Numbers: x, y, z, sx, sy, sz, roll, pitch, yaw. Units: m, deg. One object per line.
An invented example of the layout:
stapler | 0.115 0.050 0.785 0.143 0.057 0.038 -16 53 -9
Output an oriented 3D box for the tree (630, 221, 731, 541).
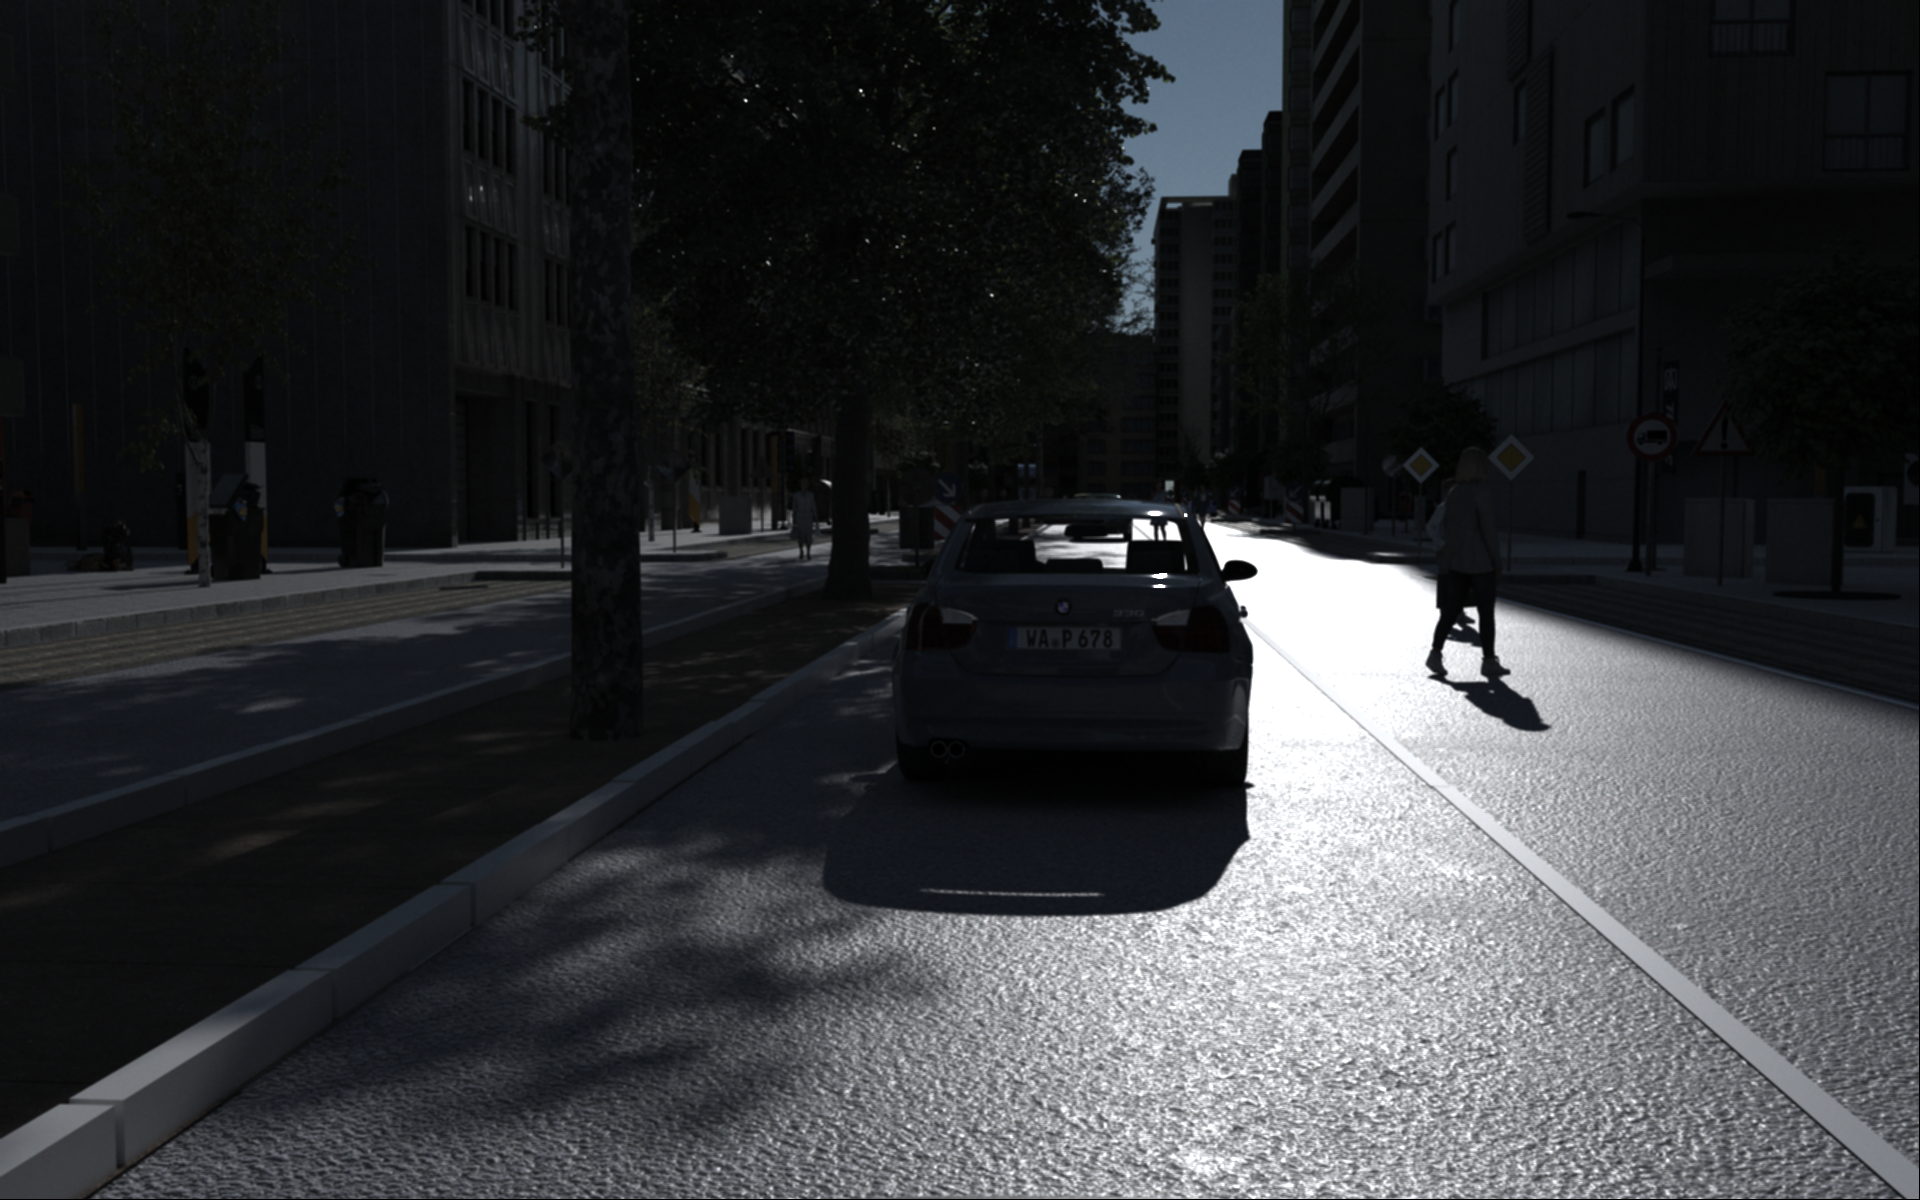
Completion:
tree | -8.298 -5.887 46.620 4.360 8.622 3.978 0 3 0

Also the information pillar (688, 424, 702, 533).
information pillar | -8.857 -4.061 57.759 0.183 3.616 0.504 2 4 30

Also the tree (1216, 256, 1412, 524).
tree | 15.072 -9.099 74.521 9.928 11.665 9.643 0 3 0

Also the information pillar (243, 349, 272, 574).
information pillar | -11.260 -2.223 27.701 0.183 3.616 0.504 0 4 6

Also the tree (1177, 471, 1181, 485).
tree | 21.209 -10.446 154.509 4.285 4.588 4.351 0 3 0

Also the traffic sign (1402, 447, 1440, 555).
traffic sign | 9.736 -2.019 36.648 0.795 2.450 0.064 0 4 5

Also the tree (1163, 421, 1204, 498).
tree | 22.857 -13.782 175.705 4.360 8.622 3.978 0 3 0

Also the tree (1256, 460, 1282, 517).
tree | 17.239 -6.307 97.727 1.663 3.219 1.824 0 3 0

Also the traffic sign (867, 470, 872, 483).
traffic sign | -4.821 -5.343 87.469 0.768 2.556 0.104 1 4 8

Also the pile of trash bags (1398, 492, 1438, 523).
pile of trash bags | 20.862 -4.086 76.562 1.912 1.369 3.447 -3 5 -40

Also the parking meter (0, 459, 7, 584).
parking meter | -13.866 -1.166 24.783 0.399 1.863 0.255 3 5 42

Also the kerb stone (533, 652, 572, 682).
kerb stone | -3.161 0.530 13.529 0.120 0.150 1.000 0 4 5

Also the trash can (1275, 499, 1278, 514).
trash can | 19.153 -5.782 106.184 0.748 1.137 0.748 0 3 0

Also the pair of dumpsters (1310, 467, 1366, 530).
pair of dumpsters | 14.030 -3.776 64.227 1.574 2.255 4.437 0 4 5

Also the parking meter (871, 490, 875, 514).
parking meter | -5.452 -6.198 109.743 0.372 1.533 0.369 0 3 0

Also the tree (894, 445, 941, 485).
tree | -2.825 -7.889 112.703 4.285 4.588 4.351 0 3 0

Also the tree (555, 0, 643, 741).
tree | -3.222 -9.308 10.529 12.611 20.169 13.585 0 3 0

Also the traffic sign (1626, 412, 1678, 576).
traffic sign | 10.797 -1.650 27.092 0.768 2.556 0.104 1 4 11

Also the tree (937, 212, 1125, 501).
tree | 1.978 -8.083 60.376 9.928 11.665 9.643 0 3 0

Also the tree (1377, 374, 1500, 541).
tree | 13.216 -3.911 47.662 4.285 4.588 4.351 0 3 0

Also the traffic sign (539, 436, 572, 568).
traffic sign | -6.887 -1.610 29.968 0.795 2.450 0.064 0 4 5

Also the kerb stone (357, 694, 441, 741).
kerb stone | -3.400 0.717 10.472 0.120 0.150 1.000 0 4 5

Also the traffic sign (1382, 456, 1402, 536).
traffic sign | 13.214 -3.218 52.717 0.768 2.556 0.104 1 4 10

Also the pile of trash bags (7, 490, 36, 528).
pile of trash bags | -22.438 -1.843 39.882 1.912 1.369 3.447 0 4 2

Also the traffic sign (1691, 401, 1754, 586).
traffic sign | 10.643 -1.479 24.190 0.884 2.594 0.081 0 4 5

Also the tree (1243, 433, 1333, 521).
tree | 16.195 -6.079 83.108 4.285 4.588 4.351 0 3 0

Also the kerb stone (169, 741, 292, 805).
kerb stone | -3.555 0.844 8.432 0.120 0.150 1.000 0 4 5

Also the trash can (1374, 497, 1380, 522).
trash can | 18.822 -4.127 79.131 0.748 1.137 0.748 0 3 0

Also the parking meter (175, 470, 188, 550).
parking meter | -17.808 -2.090 39.875 0.255 1.863 0.399 2 4 30

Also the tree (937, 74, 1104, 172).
tree | 0.904 -8.348 49.321 12.009 13.543 11.850 0 3 0

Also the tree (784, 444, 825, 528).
tree | -6.211 -4.355 65.800 1.663 3.219 1.824 0 3 0

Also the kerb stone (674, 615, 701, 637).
kerb stone | -2.832 0.288 17.608 0.120 0.150 1.000 0 4 5

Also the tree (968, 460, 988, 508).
tree | 1.932 -11.887 178.058 4.285 4.588 4.351 0 3 0

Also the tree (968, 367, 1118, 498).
tree | 4.549 -9.724 95.863 8.767 10.594 7.601 0 4 5

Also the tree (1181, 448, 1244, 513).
tree | 18.477 -8.344 120.134 4.285 4.588 4.351 0 3 0

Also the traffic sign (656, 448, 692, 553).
traffic sign | -6.257 -2.097 37.928 0.795 2.450 0.064 0 4 5

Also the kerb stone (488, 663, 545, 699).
kerb stone | -3.238 0.594 12.509 0.120 0.150 1.000 0 4 5

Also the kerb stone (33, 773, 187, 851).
kerb stone | -3.639 0.908 7.411 0.120 0.150 1.000 0 4 5

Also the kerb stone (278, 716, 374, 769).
kerb stone | -3.483 0.788 9.452 0.120 0.150 1.000 0 4 5

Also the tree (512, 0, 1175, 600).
tree | -1.524 -6.977 23.186 9.857 13.997 8.962 0 3 0

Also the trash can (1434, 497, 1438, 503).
trash can | 21.851 -4.088 78.488 0.748 1.137 0.748 0 3 0

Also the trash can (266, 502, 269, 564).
trash can | -12.400 -1.129 30.121 0.748 1.137 0.748 0 3 0

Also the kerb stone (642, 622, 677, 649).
kerb stone | -2.914 0.346 16.589 0.120 0.150 1.000 0 4 5

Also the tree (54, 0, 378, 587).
tree | -10.407 -4.499 23.918 4.737 8.622 4.395 0 3 0

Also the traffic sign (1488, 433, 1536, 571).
traffic sign | 9.106 -1.532 28.688 0.795 2.450 0.064 0 4 5

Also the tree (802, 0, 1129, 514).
tree | -0.046 -7.277 39.565 7.486 12.596 7.792 0 3 0

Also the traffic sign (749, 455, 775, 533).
traffic sign | -6.597 -3.531 57.737 0.884 2.594 0.081 1 4 9

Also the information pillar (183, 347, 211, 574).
information pillar | -12.237 -2.229 27.793 0.183 3.616 0.504 1 4 17

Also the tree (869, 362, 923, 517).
tree | -3.932 -8.900 95.882 4.360 8.622 3.978 0 3 0

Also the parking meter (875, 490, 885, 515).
parking meter | -4.836 -6.038 107.135 0.372 1.533 0.369 0 3 0

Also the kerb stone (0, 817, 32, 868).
kerb stone | -3.722 0.967 6.386 0.120 0.150 1.000 0 4 5

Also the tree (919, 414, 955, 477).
tree | -1.462 -11.103 131.901 4.737 8.622 4.395 0 3 0

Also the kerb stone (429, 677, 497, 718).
kerb stone | -3.324 0.655 11.491 0.120 0.150 1.000 0 4 5

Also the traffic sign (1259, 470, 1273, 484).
traffic sign | 16.520 -5.704 93.371 0.768 2.556 0.104 0 4 6

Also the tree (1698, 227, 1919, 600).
tree | 10.902 -2.317 21.605 4.285 4.588 4.351 0 3 0
